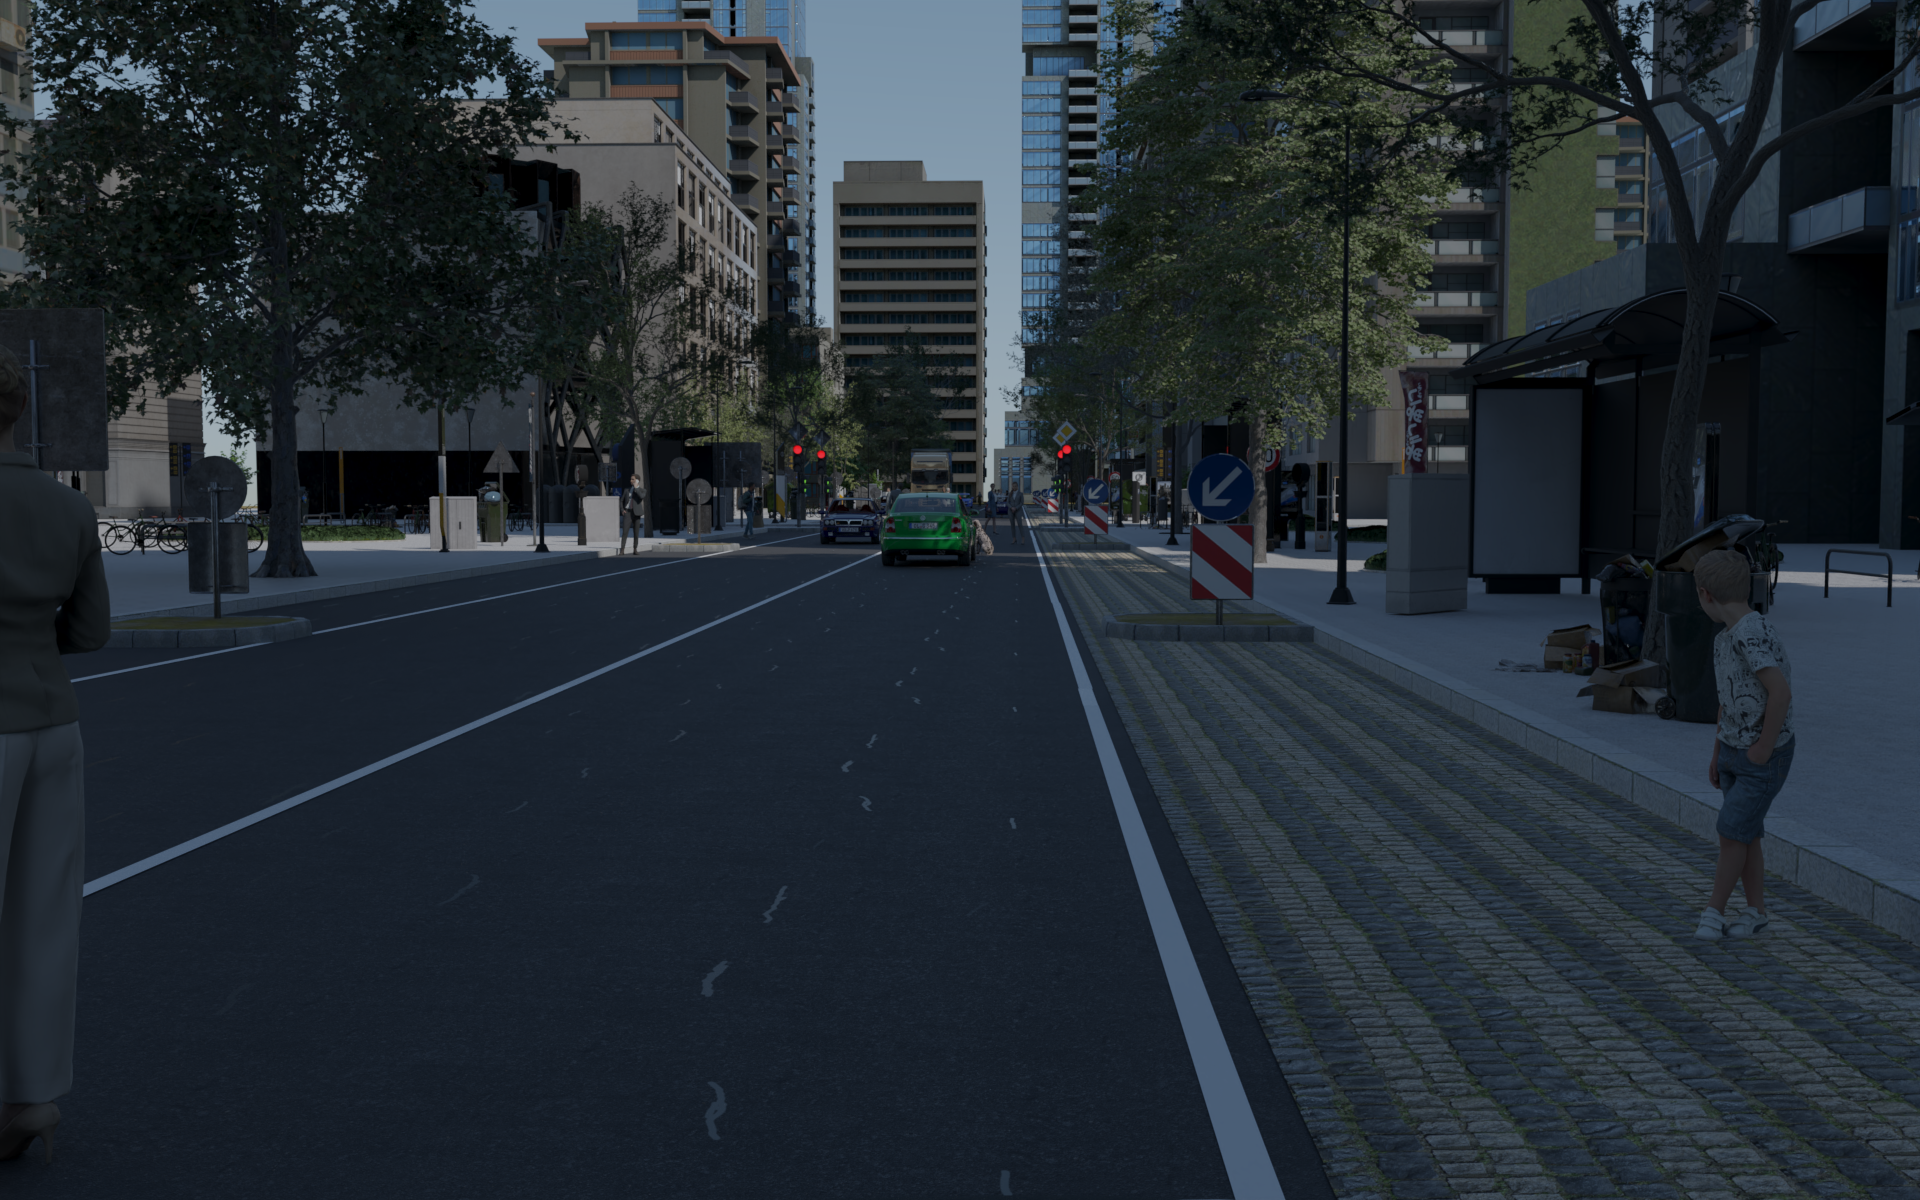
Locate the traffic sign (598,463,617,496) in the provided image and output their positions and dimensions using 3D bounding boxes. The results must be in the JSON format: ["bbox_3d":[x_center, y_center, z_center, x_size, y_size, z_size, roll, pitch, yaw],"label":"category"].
[{"bbox_3d":[-11.506,-3.328,56.541,0.606,2.300,0.079,0,4,8],"label":"traffic sign"}]

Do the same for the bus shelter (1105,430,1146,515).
[{"bbox_3d":[10.042,-7.852,106.016,2.179,5.291,8.768,0,4,2],"label":"bus shelter"}]

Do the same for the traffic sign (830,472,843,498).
[{"bbox_3d":[-7.118,-6.096,99.779,0.768,2.556,0.104,0,4,6],"label":"traffic sign"}]

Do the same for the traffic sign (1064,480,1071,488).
[{"bbox_3d":[9.195,-9.072,148.436,0.768,2.556,0.104,0,4,4],"label":"traffic sign"}]

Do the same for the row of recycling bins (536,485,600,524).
[{"bbox_3d":[-17.182,-4.202,75.812,3.534,1.692,1.069,2,4,31],"label":"row of recycling bins"}]

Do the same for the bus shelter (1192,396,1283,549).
[{"bbox_3d":[6.911,-3.213,43.813,1.731,3.624,6.357,0,4,2],"label":"bus shelter"}]

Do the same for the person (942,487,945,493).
[{"bbox_3d":[-0.846,-5.060,91.498,0.520,1.790,0.573,1,4,17],"label":"person"}]

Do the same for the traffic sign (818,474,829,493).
[{"bbox_3d":[-8.681,-6.734,110.211,0.768,2.556,0.104,1,4,9],"label":"traffic sign"}]

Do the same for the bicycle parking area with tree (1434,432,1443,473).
[{"bbox_3d":[24.808,-5.701,80.210,8.231,4.147,9.016,1,4,21],"label":"bicycle parking area with tree"}]

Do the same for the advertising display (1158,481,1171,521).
[{"bbox_3d":[9.709,-4.747,82.822,0.974,1.923,0.123,2,4,26],"label":"advertising display"}]

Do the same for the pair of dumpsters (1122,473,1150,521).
[{"bbox_3d":[8.253,-4.927,83.055,1.574,2.255,4.437,0,4,2],"label":"pair of dumpsters"}]

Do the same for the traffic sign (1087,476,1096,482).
[{"bbox_3d":[9.145,-7.390,120.925,0.768,2.556,0.104,0,4,6],"label":"traffic sign"}]

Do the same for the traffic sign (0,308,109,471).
[{"bbox_3d":[-10.483,-1.542,19.082,2.265,3.308,0.079,0,4,5],"label":"traffic sign"}]

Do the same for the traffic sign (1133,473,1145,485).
[{"bbox_3d":[8.333,-4.804,80.682,0.606,2.300,0.079,1,4,10],"label":"traffic sign"}]

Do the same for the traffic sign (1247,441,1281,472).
[{"bbox_3d":[6.972,-2.430,39.832,0.768,2.556,0.104,0,4,4],"label":"traffic sign"}]

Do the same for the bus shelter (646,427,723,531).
[{"bbox_3d":[-10.091,-4.425,63.632,1.731,3.624,6.357,0,4,2],"label":"bus shelter"}]

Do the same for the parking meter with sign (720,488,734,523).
[{"bbox_3d":[-10.613,-5.008,78.145,0.543,3.016,1.738,1,4,18],"label":"parking meter with sign"}]

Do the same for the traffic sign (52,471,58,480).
[{"bbox_3d":[-10.677,-1.122,20.467,0.606,2.300,0.079,1,4,11],"label":"traffic sign"}]

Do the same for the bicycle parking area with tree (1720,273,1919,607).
[{"bbox_3d":[12.478,-2.156,22.250,8.231,4.147,9.016,1,4,18],"label":"bicycle parking area with tree"}]

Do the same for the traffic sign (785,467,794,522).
[{"bbox_3d":[-8.034,-4.889,80.034,0.768,2.556,0.104,0,4,7],"label":"traffic sign"}]

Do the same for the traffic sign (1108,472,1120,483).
[{"bbox_3d":[8.793,-6.004,98.266,0.768,2.556,0.104,0,4,3],"label":"traffic sign"}]

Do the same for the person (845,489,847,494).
[{"bbox_3d":[-10.831,-9.758,165.455,0.709,1.838,0.599,3,5,43],"label":"person"}]

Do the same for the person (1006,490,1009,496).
[{"bbox_3d":[4.476,-9.658,166.426,0.705,1.822,1.348,0,4,2],"label":"person"}]

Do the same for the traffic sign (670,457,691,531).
[{"bbox_3d":[-9.630,-3.643,59.675,0.768,2.556,0.104,1,4,8],"label":"traffic sign"}]

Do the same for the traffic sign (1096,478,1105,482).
[{"bbox_3d":[10.224,-7.769,127.132,0.768,2.556,0.104,0,4,6],"label":"traffic sign"}]

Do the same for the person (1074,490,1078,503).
[{"bbox_3d":[15.096,-13.319,224.257,0.683,1.767,0.568,-1,4,-22],"label":"person"}]

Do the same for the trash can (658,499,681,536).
[{"bbox_3d":[-9.023,-2.577,53.784,0.748,1.137,0.748,0,3,0],"label":"trash can"}]

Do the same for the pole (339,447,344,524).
[{"bbox_3d":[-26.862,-4.978,75.235,0.158,3.312,0.155,0,3,0],"label":"pole"}]

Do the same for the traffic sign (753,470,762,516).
[{"bbox_3d":[-9.071,-4.647,76.091,0.768,2.556,0.104,0,4,8],"label":"traffic sign"}]

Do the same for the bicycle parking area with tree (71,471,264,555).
[{"bbox_3d":[-20.122,-3.184,39.056,9.016,4.147,8.231,-1,4,-13],"label":"bicycle parking area with tree"}]

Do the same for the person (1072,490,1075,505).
[{"bbox_3d":[13.839,-12.591,212.425,0.721,1.766,1.217,-1,4,-17],"label":"person"}]

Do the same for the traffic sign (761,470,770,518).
[{"bbox_3d":[-10.570,-5.660,92.651,0.768,2.556,0.104,0,4,5],"label":"traffic sign"}]

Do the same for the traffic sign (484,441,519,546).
[{"bbox_3d":[-11.220,-2.592,42.376,0.884,2.594,0.081,0,4,4],"label":"traffic sign"}]

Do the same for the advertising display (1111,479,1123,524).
[{"bbox_3d":[6.665,-4.190,73.725,0.123,1.923,0.974,-1,4,-19],"label":"advertising display"}]

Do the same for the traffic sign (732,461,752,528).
[{"bbox_3d":[-8.300,-4.025,65.907,0.768,2.556,0.104,0,4,7],"label":"traffic sign"}]

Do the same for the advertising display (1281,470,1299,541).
[{"bbox_3d":[8.774,-2.567,47.186,0.974,1.923,0.123,2,4,28],"label":"advertising display"}]

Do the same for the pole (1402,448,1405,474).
[{"bbox_3d":[19.498,-5.035,76.165,0.158,3.312,0.155,0,3,0],"label":"pole"}]

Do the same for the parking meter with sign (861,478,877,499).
[{"bbox_3d":[-6.522,-8.100,128.692,1.738,3.016,0.543,0,4,1],"label":"parking meter with sign"}]

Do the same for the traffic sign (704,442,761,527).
[{"bbox_3d":[-8.901,-4.520,67.782,2.265,3.308,0.079,0,4,3],"label":"traffic sign"}]

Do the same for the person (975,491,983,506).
[{"bbox_3d":[2.204,-11.685,200.286,0.721,1.736,1.217,3,5,42],"label":"person"}]

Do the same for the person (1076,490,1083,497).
[{"bbox_3d":[13.806,-11.621,196.133,1.350,1.814,0.705,0,4,-7],"label":"person"}]

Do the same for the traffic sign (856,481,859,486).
[{"bbox_3d":[-8.423,-8.527,139.527,0.768,2.556,0.104,1,4,10],"label":"traffic sign"}]

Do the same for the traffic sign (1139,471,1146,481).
[{"bbox_3d":[10.132,-5.974,97.777,0.768,2.556,0.104,1,4,10],"label":"traffic sign"}]

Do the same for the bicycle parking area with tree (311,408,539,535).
[{"bbox_3d":[-18.996,-4.348,58.100,8.231,4.147,9.016,1,4,21],"label":"bicycle parking area with tree"}]

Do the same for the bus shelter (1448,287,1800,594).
[{"bbox_3d":[7.231,-1.575,19.669,2.014,3.302,5.546,0,4,2],"label":"bus shelter"}]

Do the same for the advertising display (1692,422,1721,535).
[{"bbox_3d":[6.812,-0.656,15.937,0.123,1.923,0.974,1,4,13],"label":"advertising display"}]
